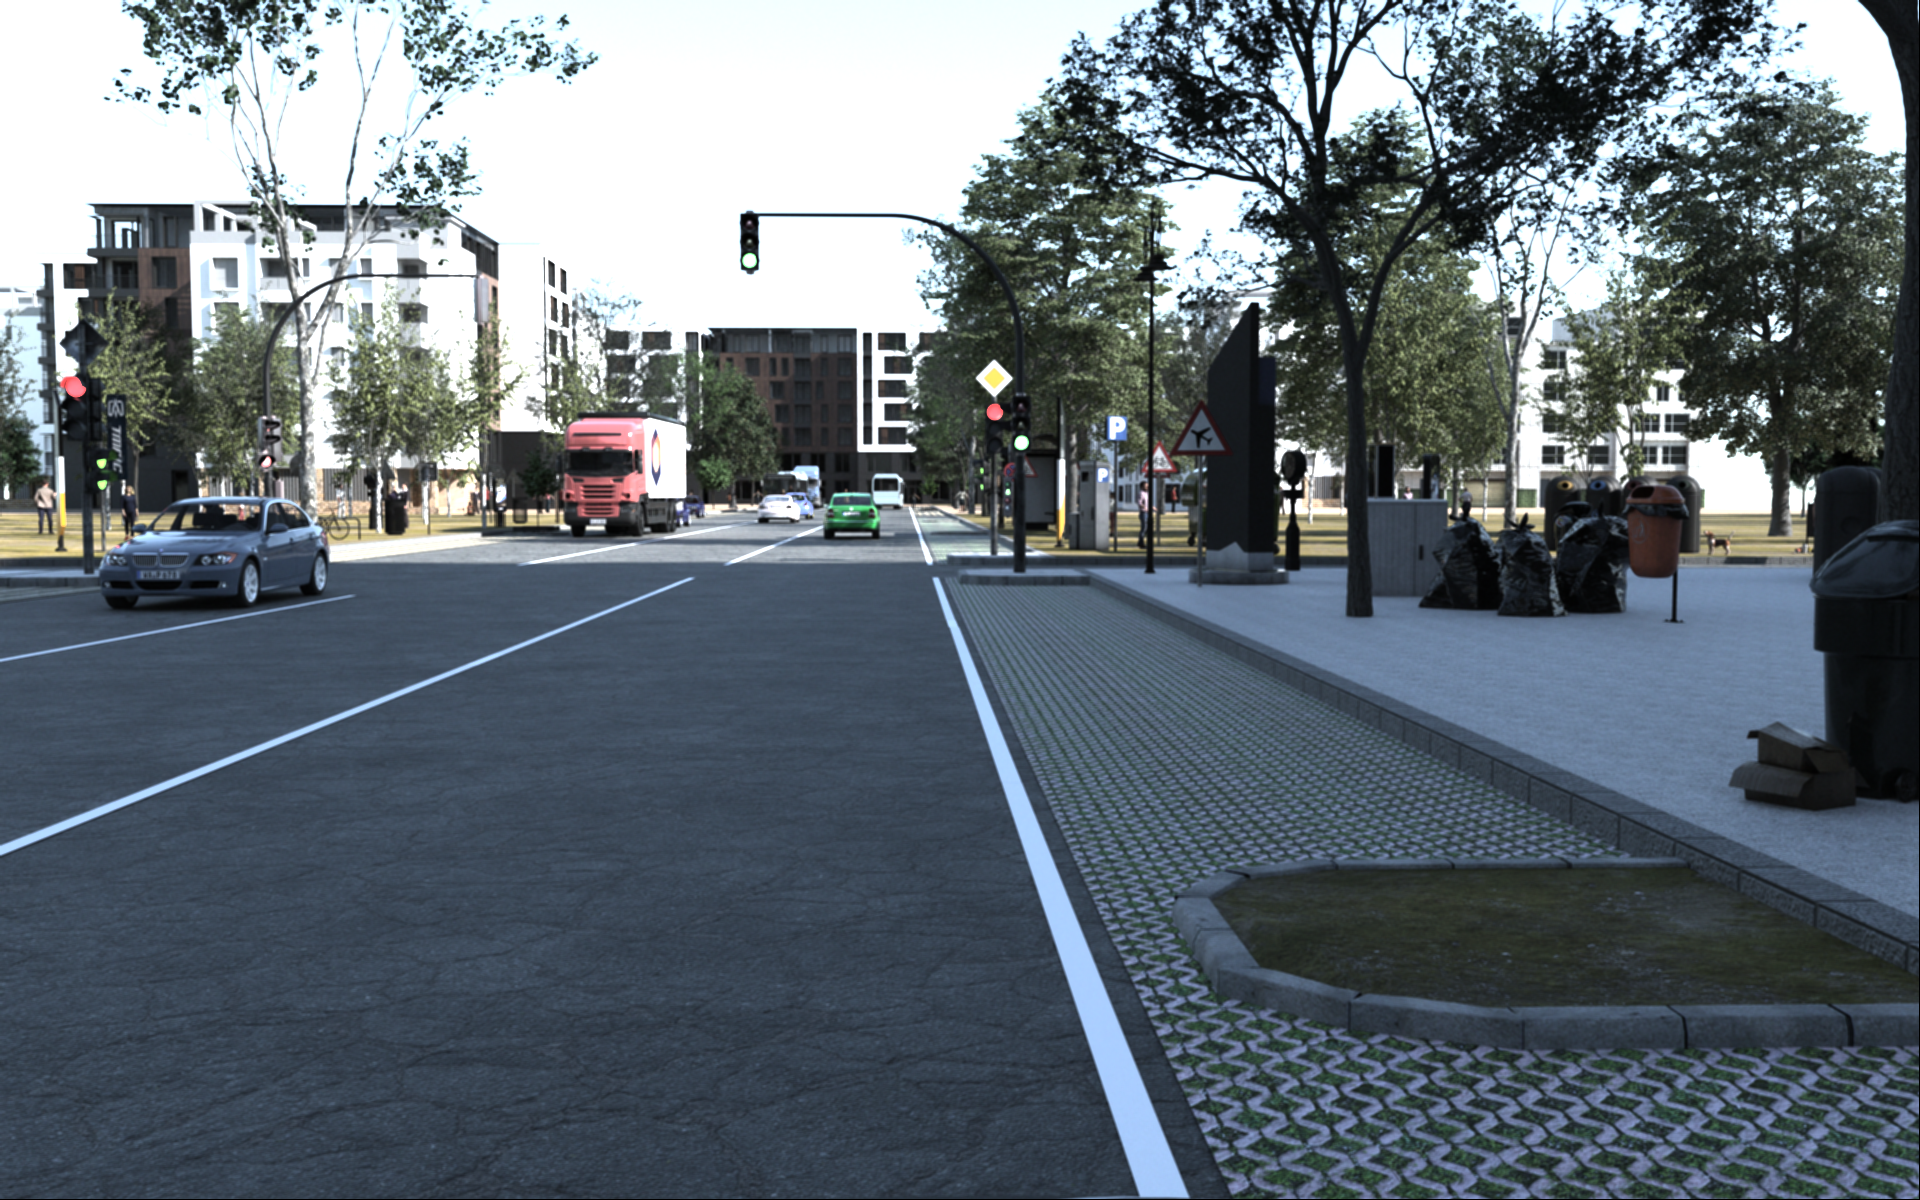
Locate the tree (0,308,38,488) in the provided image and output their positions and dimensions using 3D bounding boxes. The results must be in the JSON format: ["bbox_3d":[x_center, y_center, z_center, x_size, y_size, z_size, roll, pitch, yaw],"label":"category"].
[{"bbox_3d":[-36.477,-7.004,64.872,4.360,8.622,3.978,0,3,0],"label":"tree"}]

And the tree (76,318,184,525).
[{"bbox_3d":[-34.802,-7.398,71.317,4.360,8.622,3.978,0,3,0],"label":"tree"}]

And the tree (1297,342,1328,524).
[{"bbox_3d":[12.047,-7.259,69.049,4.360,8.622,3.978,0,3,0],"label":"tree"}]

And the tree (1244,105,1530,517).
[{"bbox_3d":[12.128,-8.160,51.547,7.486,12.596,7.792,0,3,0],"label":"tree"}]

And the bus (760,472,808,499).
[{"bbox_3d":[-13.841,-8.738,137.725,2.948,3.499,13.247,0,4,-1],"label":"bus"}]

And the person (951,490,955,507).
[{"bbox_3d":[-0.526,-10.103,171.948,0.721,1.735,1.217,3,5,39],"label":"person"}]

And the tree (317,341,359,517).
[{"bbox_3d":[-26.390,-7.886,79.298,4.360,8.622,3.978,0,3,0],"label":"tree"}]

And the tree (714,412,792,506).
[{"bbox_3d":[-21.882,-15.124,181.696,8.767,10.594,7.601,0,4,-6],"label":"tree"}]

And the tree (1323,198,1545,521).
[{"bbox_3d":[11.047,-5.676,43.169,4.737,8.622,4.395,0,3,0],"label":"tree"}]

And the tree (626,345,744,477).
[{"bbox_3d":[-19.117,-11.872,119.863,9.928,11.665,9.643,0,3,0],"label":"tree"}]

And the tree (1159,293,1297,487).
[{"bbox_3d":[9.360,-6.872,62.726,4.360,8.622,3.978,0,3,0],"label":"tree"}]

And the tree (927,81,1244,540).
[{"bbox_3d":[2.765,-7.957,48.216,7.486,12.596,7.792,0,3,0],"label":"tree"}]

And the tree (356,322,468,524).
[{"bbox_3d":[-22.882,-7.509,73.138,4.360,8.622,3.978,0,3,0],"label":"tree"}]

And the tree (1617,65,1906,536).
[{"bbox_3d":[25.056,-8.906,52.270,9.857,13.997,8.962,0,3,0],"label":"tree"}]

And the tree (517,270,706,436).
[{"bbox_3d":[-19.124,-11.284,94.864,12.009,13.543,11.850,0,3,0],"label":"tree"}]

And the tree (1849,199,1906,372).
[{"bbox_3d":[24.441,-5.684,43.297,4.737,8.622,4.395,0,3,0],"label":"tree"}]

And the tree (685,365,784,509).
[{"bbox_3d":[-20.310,-14.494,153.979,9.611,12.733,9.660,0,3,0],"label":"tree"}]

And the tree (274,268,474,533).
[{"bbox_3d":[-19.199,-6.529,57.116,4.737,8.622,4.395,0,3,0],"label":"tree"}]

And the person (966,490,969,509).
[{"bbox_3d":[0.660,-8.640,148.782,0.415,1.643,0.593,0,4,-5],"label":"person"}]

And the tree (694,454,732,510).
[{"bbox_3d":[-20.114,-9.634,141.228,4.285,4.588,4.351,0,3,0],"label":"tree"}]

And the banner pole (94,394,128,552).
[{"bbox_3d":[-18.784,-2.954,38.320,0.863,3.779,0.401,0,4,8],"label":"banner pole"}]

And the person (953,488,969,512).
[{"bbox_3d":[0.089,-7.135,123.493,1.217,1.735,0.721,-2,4,-27],"label":"person"}]

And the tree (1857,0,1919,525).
[{"bbox_3d":[4.694,-4.488,7.795,7.601,10.594,8.767,0,4,6],"label":"tree"}]

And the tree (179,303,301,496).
[{"bbox_3d":[-42.824,-11.334,103.440,7.486,12.596,7.792,0,3,0],"label":"tree"}]

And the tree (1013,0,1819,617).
[{"bbox_3d":[4.371,-5.122,18.163,8.767,10.594,7.601,2,4,26],"label":"tree"}]

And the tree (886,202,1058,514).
[{"bbox_3d":[1.530,-15.580,110.620,12.611,20.169,13.585,0,3,0],"label":"tree"}]

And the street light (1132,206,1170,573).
[{"bbox_3d":[3.085,-3.374,27.959,0.468,5.910,1.993,0,4,-2],"label":"street light"}]

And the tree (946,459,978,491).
[{"bbox_3d":[0.186,-10.465,154.816,4.285,4.588,4.351,0,3,0],"label":"tree"}]

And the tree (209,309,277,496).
[{"bbox_3d":[-27.000,-7.163,67.474,4.737,8.622,4.395,0,3,0],"label":"tree"}]

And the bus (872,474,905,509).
[{"bbox_3d":[-6.862,-10.491,166.390,2.948,3.499,13.247,0,4,0],"label":"bus"}]

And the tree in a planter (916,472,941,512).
[{"bbox_3d":[-2.477,-8.612,138.026,1.991,3.239,1.994,0,4,-2],"label":"tree in a planter"}]

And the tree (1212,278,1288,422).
[{"bbox_3d":[13.290,-11.366,96.209,12.009,13.543,11.850,0,3,0],"label":"tree"}]

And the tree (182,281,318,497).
[{"bbox_3d":[-24.663,-6.709,60.055,4.360,8.622,3.978,0,3,0],"label":"tree"}]

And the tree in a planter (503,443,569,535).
[{"bbox_3d":[-14.752,-3.866,60.437,1.991,3.239,1.994,0,4,-2],"label":"tree in a planter"}]

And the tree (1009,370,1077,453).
[{"bbox_3d":[4.030,-8.455,88.599,4.360,8.622,3.978,0,3,0],"label":"tree"}]

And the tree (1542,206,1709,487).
[{"bbox_3d":[16.752,-5.703,43.600,4.737,8.622,4.395,0,3,0],"label":"tree"}]

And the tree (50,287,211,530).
[{"bbox_3d":[-30.628,-6.848,62.330,4.737,8.622,4.395,0,3,0],"label":"tree"}]

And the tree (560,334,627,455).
[{"bbox_3d":[-17.607,-7.955,80.434,4.737,8.622,4.395,0,3,0],"label":"tree"}]

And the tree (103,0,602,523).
[{"bbox_3d":[-16.398,-11.592,45.424,12.611,20.169,13.585,0,3,0],"label":"tree"}]

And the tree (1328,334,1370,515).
[{"bbox_3d":[15.384,-7.649,75.420,4.360,8.622,3.978,0,3,0],"label":"tree"}]

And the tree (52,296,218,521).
[{"bbox_3d":[-38.296,-8.955,80.828,8.767,10.594,7.601,3,5,39],"label":"tree"}]

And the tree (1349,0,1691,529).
[{"bbox_3d":[21.070,-12.780,64.836,12.611,20.169,13.585,0,3,0],"label":"tree"}]

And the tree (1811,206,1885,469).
[{"bbox_3d":[44.270,-10.678,76.404,13.155,14.587,18.604,-1,4,-21],"label":"tree"}]

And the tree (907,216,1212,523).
[{"bbox_3d":[2.531,-10.180,76.808,12.009,13.543,11.850,0,3,0],"label":"tree"}]

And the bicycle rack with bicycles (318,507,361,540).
[{"bbox_3d":[-18.352,-2.150,48.530,2.852,0.926,2.925,3,4,36],"label":"bicycle rack with bicycles"}]

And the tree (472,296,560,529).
[{"bbox_3d":[-17.787,-6.927,63.620,4.737,8.622,4.395,0,3,0],"label":"tree"}]

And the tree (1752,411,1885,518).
[{"bbox_3d":[51.499,-8.358,99.564,11.467,7.101,20.602,1,4,23],"label":"tree"}]

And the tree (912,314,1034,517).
[{"bbox_3d":[1.299,-10.468,96.905,9.928,11.665,9.643,0,3,0],"label":"tree"}]

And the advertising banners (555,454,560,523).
[{"bbox_3d":[-17.755,-4.905,76.384,0.090,3.025,2.074,-1,4,-18],"label":"advertising banners"}]

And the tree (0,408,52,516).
[{"bbox_3d":[-59.057,-8.338,99.225,20.602,7.101,11.467,2,4,23],"label":"tree"}]

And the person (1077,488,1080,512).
[{"bbox_3d":[8.470,-6.983,120.921,1.217,1.736,0.721,3,5,45],"label":"person"}]

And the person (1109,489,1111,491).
[{"bbox_3d":[12.744,-8.685,148.769,1.217,1.743,0.721,2,4,35],"label":"person"}]

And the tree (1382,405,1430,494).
[{"bbox_3d":[27.694,-9.690,108.791,4.360,8.622,3.978,0,3,0],"label":"tree"}]

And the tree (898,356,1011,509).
[{"bbox_3d":[-0.336,-14.650,146.181,9.857,13.997,8.962,0,3,0],"label":"tree"}]
